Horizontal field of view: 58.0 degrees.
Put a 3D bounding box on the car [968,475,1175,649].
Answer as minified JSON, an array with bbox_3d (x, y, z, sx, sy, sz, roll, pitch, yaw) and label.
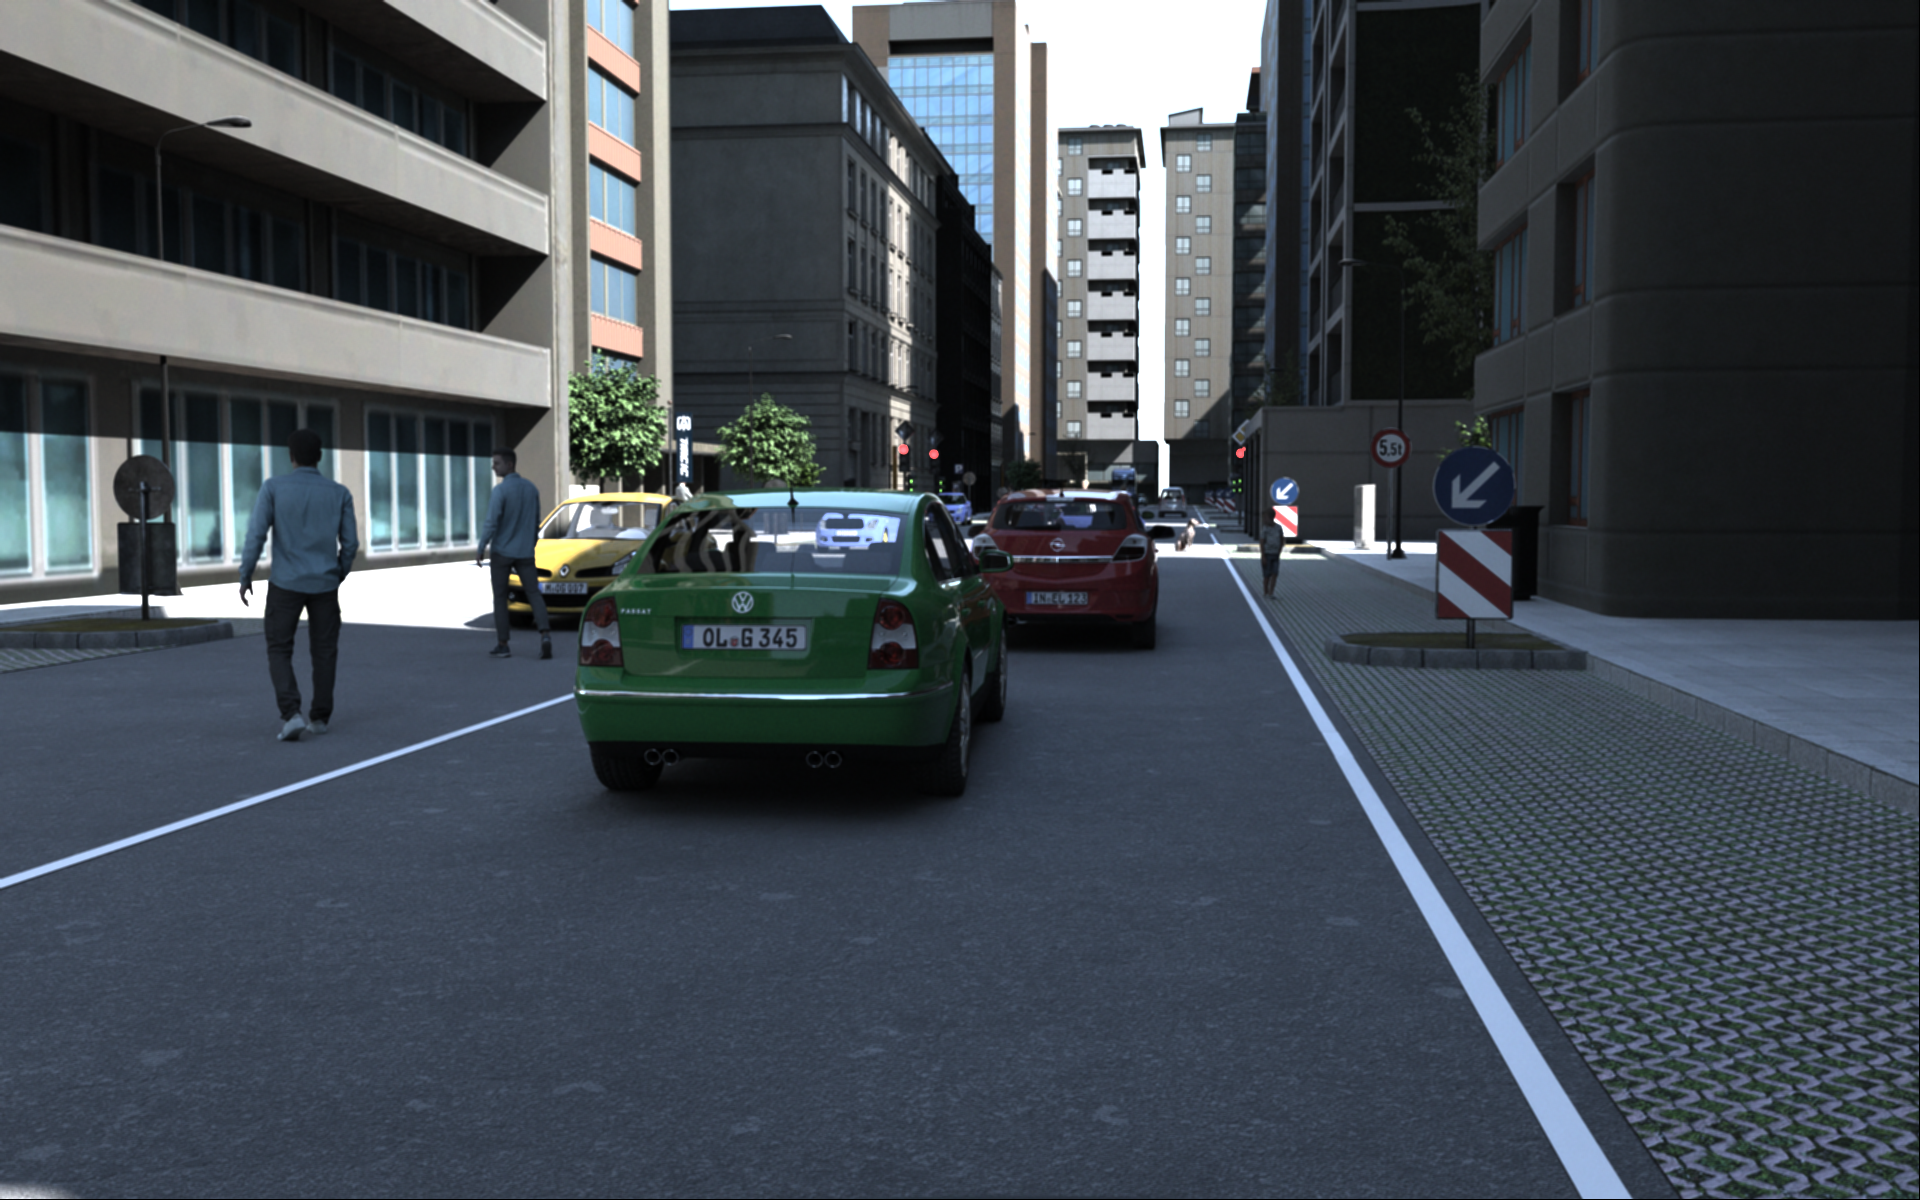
[{"bbox_3d":[1.102,-0.522,17.578,2.155,1.783,4.494,0,4,6],"label":"car"}]

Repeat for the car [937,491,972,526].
[{"bbox_3d":[-0.430,-4.210,78.418,1.945,1.707,3.694,0,4,6],"label":"car"}]

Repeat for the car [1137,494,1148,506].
[{"bbox_3d":[20.957,-11.677,202.722,2.131,1.459,4.920,0,4,8],"label":"car"}]

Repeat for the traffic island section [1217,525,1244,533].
[{"bbox_3d":[10.703,-2.587,64.577,2.009,0.180,2.903,0,4,7],"label":"traffic island section"}]

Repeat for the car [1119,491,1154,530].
[{"bbox_3d":[2.610,-1.371,32.010,1.945,1.707,3.694,0,4,6],"label":"car"}]

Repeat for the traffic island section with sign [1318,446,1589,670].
[{"bbox_3d":[4.224,-0.392,15.036,1.989,1.847,2.006,0,4,7],"label":"traffic island section with sign"}]

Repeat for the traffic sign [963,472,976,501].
[{"bbox_3d":[0.527,-6.065,99.268,0.768,2.556,0.104,1,4,12],"label":"traffic sign"}]

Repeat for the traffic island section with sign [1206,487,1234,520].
[{"bbox_3d":[14.998,-5.420,97.250,1.989,1.847,2.006,0,4,7],"label":"traffic island section with sign"}]

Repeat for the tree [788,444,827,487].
[{"bbox_3d":[-5.419,-3.931,58.868,1.663,3.219,1.824,0,3,0],"label":"tree"}]

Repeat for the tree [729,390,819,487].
[{"bbox_3d":[-6.013,-4.346,54.774,4.285,4.588,4.351,0,3,0],"label":"tree"}]

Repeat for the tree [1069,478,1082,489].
[{"bbox_3d":[14.180,-13.083,208.510,1.663,3.219,1.824,0,3,0],"label":"tree"}]

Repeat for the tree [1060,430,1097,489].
[{"bbox_3d":[13.264,-15.147,198.008,4.360,8.622,3.978,0,3,0],"label":"tree"}]

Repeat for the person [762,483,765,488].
[{"bbox_3d":[-7.337,-3.614,65.231,0.616,1.811,0.778,-1,4,-21],"label":"person"}]

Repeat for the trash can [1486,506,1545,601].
[{"bbox_3d":[6.692,-0.572,21.010,0.748,1.137,0.748,0,3,0],"label":"trash can"}]

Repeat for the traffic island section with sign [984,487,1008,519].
[{"bbox_3d":[2.451,-5.505,98.631,1.989,1.847,2.006,0,4,7],"label":"traffic island section with sign"}]

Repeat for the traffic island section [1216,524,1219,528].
[{"bbox_3d":[11.741,-3.071,72.494,2.009,0.180,2.903,0,4,7],"label":"traffic island section"}]

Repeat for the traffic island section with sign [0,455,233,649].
[{"bbox_3d":[-8.272,-0.503,16.846,1.989,1.847,2.006,0,4,7],"label":"traffic island section with sign"}]

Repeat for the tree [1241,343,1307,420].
[{"bbox_3d":[15.756,-8.264,85.484,4.737,8.622,4.395,0,3,0],"label":"tree"}]

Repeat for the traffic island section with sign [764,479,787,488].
[{"bbox_3d":[-4.737,-2.152,43.820,1.989,1.847,2.006,0,4,7],"label":"traffic island section with sign"}]

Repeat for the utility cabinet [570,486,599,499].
[{"bbox_3d":[-9.933,-2.217,44.926,1.173,1.500,0.318,-2,4,-29],"label":"utility cabinet"}]

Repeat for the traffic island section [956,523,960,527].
[{"bbox_3d":[-1.090,-3.174,74.176,2.009,0.180,2.903,0,4,7],"label":"traffic island section"}]

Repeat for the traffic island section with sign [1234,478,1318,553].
[{"bbox_3d":[7.862,-2.088,42.774,1.989,1.847,2.006,0,4,7],"label":"traffic island section with sign"}]

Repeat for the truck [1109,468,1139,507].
[{"bbox_3d":[17.549,-11.841,183.355,2.967,4.110,18.799,0,4,7],"label":"truck"}]

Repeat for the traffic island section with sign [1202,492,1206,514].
[{"bbox_3d":[18.609,-7.104,124.783,1.989,1.847,2.006,0,4,7],"label":"traffic island section with sign"}]

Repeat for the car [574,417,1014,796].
[{"bbox_3d":[-0.718,-0.053,9.663,1.959,1.807,4.718,0,4,6],"label":"car"}]

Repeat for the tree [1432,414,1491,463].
[{"bbox_3d":[11.389,-2.633,37.649,1.663,3.219,1.824,0,3,0],"label":"tree"}]

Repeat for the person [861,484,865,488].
[{"bbox_3d":[-3.978,-3.889,71.947,0.638,1.841,0.748,-1,4,-9],"label":"person"}]

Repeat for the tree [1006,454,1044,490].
[{"bbox_3d":[5.360,-9.720,142.637,4.285,4.588,4.351,0,3,0],"label":"tree"}]

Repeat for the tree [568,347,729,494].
[{"bbox_3d":[-8.046,-3.385,39.062,4.285,4.588,4.351,0,3,0],"label":"tree"}]

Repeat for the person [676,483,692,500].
[{"bbox_3d":[-7.705,-2.583,48.458,0.511,1.800,0.466,2,4,28],"label":"person"}]

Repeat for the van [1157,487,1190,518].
[{"bbox_3d":[13.097,-6.083,106.461,2.013,2.044,4.112,1,4,9],"label":"van"}]

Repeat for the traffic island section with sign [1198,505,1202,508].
[{"bbox_3d":[24.990,-10.077,173.386,1.989,1.847,2.006,0,4,7],"label":"traffic island section with sign"}]

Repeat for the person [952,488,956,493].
[{"bbox_3d":[-0.312,-5.537,98.387,0.330,1.601,0.589,-1,4,-23],"label":"person"}]

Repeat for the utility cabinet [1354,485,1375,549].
[{"bbox_3d":[9.467,-1.952,40.600,0.318,1.500,1.173,0,4,4],"label":"utility cabinet"}]

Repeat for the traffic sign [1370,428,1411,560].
[{"bbox_3d":[8.339,-2.047,33.582,0.768,2.556,0.104,1,4,15],"label":"traffic sign"}]

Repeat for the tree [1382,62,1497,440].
[{"bbox_3d":[9.332,-4.854,29.731,4.737,8.622,4.395,0,3,0],"label":"tree"}]

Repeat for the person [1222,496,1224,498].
[{"bbox_3d":[32.826,-12.877,217.126,0.434,1.755,0.990,-2,4,-23],"label":"person"}]

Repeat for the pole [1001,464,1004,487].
[{"bbox_3d":[2.882,-7.599,118.086,0.158,3.312,0.155,0,3,0],"label":"pole"}]

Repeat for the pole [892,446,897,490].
[{"bbox_3d":[-2.752,-4.852,73.181,0.158,3.312,0.155,0,3,0],"label":"pole"}]

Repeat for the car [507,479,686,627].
[{"bbox_3d":[-3.928,-0.590,19.865,2.015,1.641,3.980,0,4,5],"label":"car"}]

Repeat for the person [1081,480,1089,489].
[{"bbox_3d":[3.615,-2.585,50.646,0.514,1.842,0.818,-3,4,-38],"label":"person"}]
